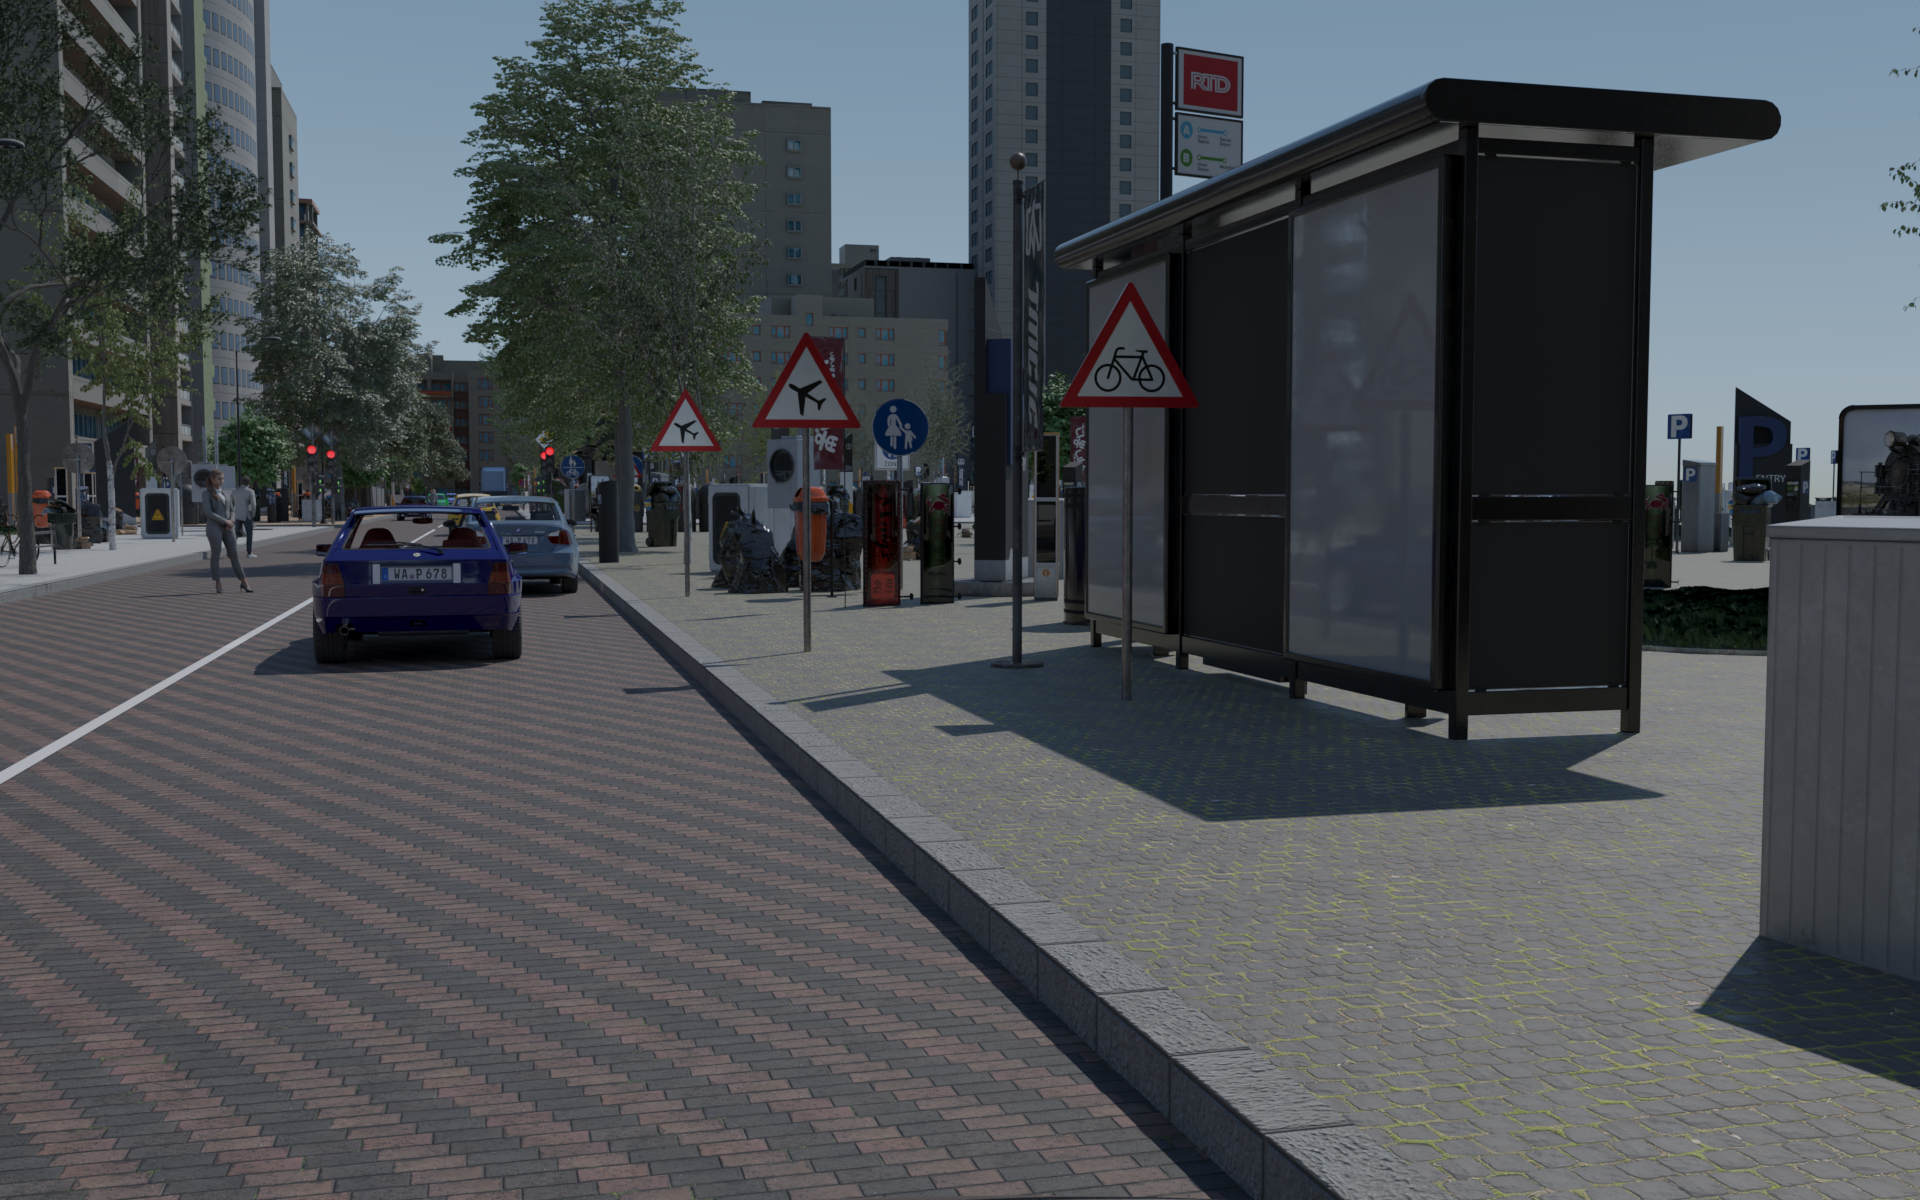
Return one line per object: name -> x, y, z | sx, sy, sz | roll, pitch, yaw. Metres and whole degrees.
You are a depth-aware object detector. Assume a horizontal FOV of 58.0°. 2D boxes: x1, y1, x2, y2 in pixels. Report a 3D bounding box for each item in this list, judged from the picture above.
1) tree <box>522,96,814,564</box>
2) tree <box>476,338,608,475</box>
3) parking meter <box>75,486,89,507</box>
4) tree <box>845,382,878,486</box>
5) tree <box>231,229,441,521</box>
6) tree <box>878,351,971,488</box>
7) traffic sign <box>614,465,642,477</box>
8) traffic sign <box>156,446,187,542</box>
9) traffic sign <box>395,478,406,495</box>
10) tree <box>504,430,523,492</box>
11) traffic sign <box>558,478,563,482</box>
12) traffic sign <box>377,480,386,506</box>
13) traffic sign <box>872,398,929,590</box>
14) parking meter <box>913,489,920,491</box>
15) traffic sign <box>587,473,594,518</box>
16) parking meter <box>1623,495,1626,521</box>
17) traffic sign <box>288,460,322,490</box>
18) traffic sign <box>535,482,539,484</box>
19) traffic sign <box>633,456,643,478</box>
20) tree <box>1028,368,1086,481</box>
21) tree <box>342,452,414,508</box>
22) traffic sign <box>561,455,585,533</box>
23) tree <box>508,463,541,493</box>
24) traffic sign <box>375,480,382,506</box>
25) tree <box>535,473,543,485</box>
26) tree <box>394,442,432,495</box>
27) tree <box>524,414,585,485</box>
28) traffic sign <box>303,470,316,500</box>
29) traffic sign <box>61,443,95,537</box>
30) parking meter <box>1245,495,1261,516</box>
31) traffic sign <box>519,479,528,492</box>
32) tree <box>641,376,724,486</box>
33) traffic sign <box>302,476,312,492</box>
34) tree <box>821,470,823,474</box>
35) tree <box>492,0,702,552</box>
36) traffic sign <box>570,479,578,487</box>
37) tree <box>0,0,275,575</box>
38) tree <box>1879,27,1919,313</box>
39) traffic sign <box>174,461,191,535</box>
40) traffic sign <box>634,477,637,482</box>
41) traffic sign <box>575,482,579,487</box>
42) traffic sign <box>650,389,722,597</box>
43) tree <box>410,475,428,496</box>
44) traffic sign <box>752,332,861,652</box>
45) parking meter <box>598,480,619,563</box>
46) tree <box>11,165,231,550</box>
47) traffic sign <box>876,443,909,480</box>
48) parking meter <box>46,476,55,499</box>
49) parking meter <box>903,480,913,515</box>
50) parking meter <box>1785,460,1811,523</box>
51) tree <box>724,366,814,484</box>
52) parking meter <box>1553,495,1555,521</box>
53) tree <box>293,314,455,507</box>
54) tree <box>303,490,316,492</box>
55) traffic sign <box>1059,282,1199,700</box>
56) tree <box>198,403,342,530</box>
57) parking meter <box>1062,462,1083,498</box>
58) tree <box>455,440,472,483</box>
tree -> -5.219, -4.966, 31.557 | 4.360, 8.622, 3.978 | 0, 3, 0
tree -> -24.757, -10.899, 103.948 | 9.928, 11.665, 9.643 | 0, 3, 0
parking meter -> -27.034, -2.749, 53.363 | 0.372, 1.533, 0.369 | 0, 3, 0
tree -> -6.423, -9.951, 113.060 | 4.360, 8.622, 3.978 | 0, 3, 0
tree -> -29.952, -10.793, 83.113 | 9.857, 13.997, 8.962 | 0, 3, 0
tree -> -1.447, -8.509, 89.486 | 4.360, 8.622, 3.978 | 0, 3, 0
traffic sign -> -10.561, -3.369, 55.080 | 0.884, 2.594, 0.081 | -1, 4, -14
traffic sign -> -20.997, -2.817, 46.169 | 0.768, 2.556, 0.104 | -1, 4, -11
traffic sign -> -43.344, -8.201, 134.189 | 0.768, 2.556, 0.104 | -1, 4, -12
tree -> -34.895, -11.736, 142.251 | 4.360, 8.622, 3.978 | 0, 3, 0
traffic sign -> -31.647, -8.342, 136.496 | 0.768, 2.556, 0.104 | 0, 4, -7
traffic sign -> -43.216, -7.785, 129.411 | 0.606, 2.300, 0.079 | 0, 4, -8
traffic sign -> -0.803, -1.412, 23.188 | 0.768, 2.556, 0.104 | -1, 4, -9
parking meter -> -2.102, -4.616, 83.874 | 0.372, 1.533, 0.369 | 0, 3, 0
traffic sign -> -17.808, -5.021, 84.219 | 0.606, 2.300, 0.079 | -1, 4, -10
parking meter -> 15.891, -2.006, 41.211 | 0.372, 1.533, 0.369 | 0, 3, 0
traffic sign -> -39.111, -6.694, 103.314 | 2.265, 3.308, 0.079 | -1, 4, -11
traffic sign -> -32.354, -8.169, 133.662 | 0.768, 2.556, 0.104 | -1, 4, -9
traffic sign -> -10.796, -3.477, 56.948 | 0.768, 2.556, 0.104 | 0, 4, -6
tree -> 2.624, -3.765, 45.272 | 4.285, 4.588, 4.351 | 0, 3, 0
tree -> -34.023, -6.986, 97.941 | 4.285, 4.588, 4.351 | 0, 3, 0
traffic sign -> -12.639, -3.453, 56.568 | 0.768, 2.556, 0.104 | -1, 4, -8
tree -> -39.062, -10.569, 156.510 | 4.285, 4.588, 4.351 | 0, 3, 0
traffic sign -> -40.278, -7.307, 119.568 | 0.768, 2.556, 0.104 | -1, 4, -11
tree -> -30.815, -8.283, 130.023 | 1.663, 3.219, 1.824 | 0, 3, 0
tree -> -51.386, -12.829, 160.114 | 4.737, 8.622, 4.395 | 0, 3, 0
tree -> -28.400, -10.393, 120.289 | 4.737, 8.622, 4.395 | 0, 3, 0
traffic sign -> -33.585, -5.473, 89.585 | 0.768, 2.556, 0.104 | -1, 4, -9
traffic sign -> -21.860, -2.620, 42.946 | 0.768, 2.556, 0.104 | -1, 4, -10
parking meter -> 6.660, -2.056, 39.330 | 0.255, 1.863, 0.399 | -1, 4, -16
traffic sign -> -36.623, -8.881, 145.304 | 0.768, 2.556, 0.104 | -1, 4, -10
tree -> -15.181, -8.699, 92.597 | 4.737, 8.622, 4.395 | 0, 3, 0
traffic sign -> -37.405, -6.082, 99.553 | 0.768, 2.556, 0.104 | -1, 4, -8
tree -> -11.168, -11.268, 134.597 | 4.737, 8.622, 4.395 | 0, 3, 0
tree -> -7.767, -7.333, 38.015 | 7.486, 12.596, 7.792 | 0, 3, 0
traffic sign -> -33.578, -9.224, 150.924 | 0.768, 2.556, 0.104 | -1, 4, -9
tree -> -14.860, -5.706, 27.706 | 8.767, 10.594, 7.601 | 0, 4, 2
tree -> 13.963, -4.408, 22.431 | 4.360, 8.622, 3.978 | 0, 3, 0
traffic sign -> -24.316, -3.178, 54.098 | 0.606, 2.300, 0.079 | -1, 4, -11
traffic sign -> -12.020, -3.721, 62.969 | 0.606, 2.300, 0.079 | -1, 4, -10
traffic sign -> -27.925, -7.807, 127.642 | 0.884, 2.594, 0.081 | -1, 4, -10
traffic sign -> -3.412, -1.321, 21.604 | 0.884, 2.594, 0.081 | -1, 4, -9
tree -> -59.501, -11.935, 189.742 | 1.663, 3.219, 1.824 | 0, 3, 0
traffic sign -> -1.243, -0.857, 14.023 | 0.884, 2.594, 0.081 | -1, 4, -14
parking meter -> -6.576, -1.468, 32.408 | 0.372, 1.533, 0.369 | 0, 3, 0
tree -> -19.147, -5.446, 39.410 | 4.737, 8.622, 4.395 | 0, 3, 0
traffic sign -> -1.186, -1.719, 30.239 | 0.606, 2.300, 0.079 | -1, 4, -10
parking meter -> -26.999, -2.810, 51.649 | 0.399, 1.863, 0.255 | -3, 5, -40
parking meter -> -2.158, -4.065, 72.169 | 0.255, 1.863, 0.399 | -3, 5, -43
parking meter -> 14.245, -1.454, 29.482 | 0.399, 1.863, 0.255 | -3, 4, -37
tree -> -11.063, -9.178, 100.418 | 4.737, 8.622, 4.395 | 0, 3, 0
parking meter -> 24.073, -3.912, 69.679 | 0.255, 1.863, 0.399 | -2, 4, -27
tree -> -37.973, -11.848, 110.725 | 9.611, 12.733, 9.660 | 0, 3, 0
tree -> -46.124, -7.832, 122.652 | 1.663, 3.219, 1.824 | 0, 3, 0
traffic sign -> 1.039, -0.656, 10.733 | 0.884, 2.594, 0.081 | -1, 4, -10
tree -> -25.218, -4.772, 61.728 | 4.285, 4.588, 4.351 | 0, 3, 0
parking meter -> 2.030, -1.563, 31.266 | 0.255, 1.863, 0.399 | 2, 4, 28
tree -> -63.418, -17.761, 207.399 | 9.611, 12.733, 9.660 | 0, 3, 0
